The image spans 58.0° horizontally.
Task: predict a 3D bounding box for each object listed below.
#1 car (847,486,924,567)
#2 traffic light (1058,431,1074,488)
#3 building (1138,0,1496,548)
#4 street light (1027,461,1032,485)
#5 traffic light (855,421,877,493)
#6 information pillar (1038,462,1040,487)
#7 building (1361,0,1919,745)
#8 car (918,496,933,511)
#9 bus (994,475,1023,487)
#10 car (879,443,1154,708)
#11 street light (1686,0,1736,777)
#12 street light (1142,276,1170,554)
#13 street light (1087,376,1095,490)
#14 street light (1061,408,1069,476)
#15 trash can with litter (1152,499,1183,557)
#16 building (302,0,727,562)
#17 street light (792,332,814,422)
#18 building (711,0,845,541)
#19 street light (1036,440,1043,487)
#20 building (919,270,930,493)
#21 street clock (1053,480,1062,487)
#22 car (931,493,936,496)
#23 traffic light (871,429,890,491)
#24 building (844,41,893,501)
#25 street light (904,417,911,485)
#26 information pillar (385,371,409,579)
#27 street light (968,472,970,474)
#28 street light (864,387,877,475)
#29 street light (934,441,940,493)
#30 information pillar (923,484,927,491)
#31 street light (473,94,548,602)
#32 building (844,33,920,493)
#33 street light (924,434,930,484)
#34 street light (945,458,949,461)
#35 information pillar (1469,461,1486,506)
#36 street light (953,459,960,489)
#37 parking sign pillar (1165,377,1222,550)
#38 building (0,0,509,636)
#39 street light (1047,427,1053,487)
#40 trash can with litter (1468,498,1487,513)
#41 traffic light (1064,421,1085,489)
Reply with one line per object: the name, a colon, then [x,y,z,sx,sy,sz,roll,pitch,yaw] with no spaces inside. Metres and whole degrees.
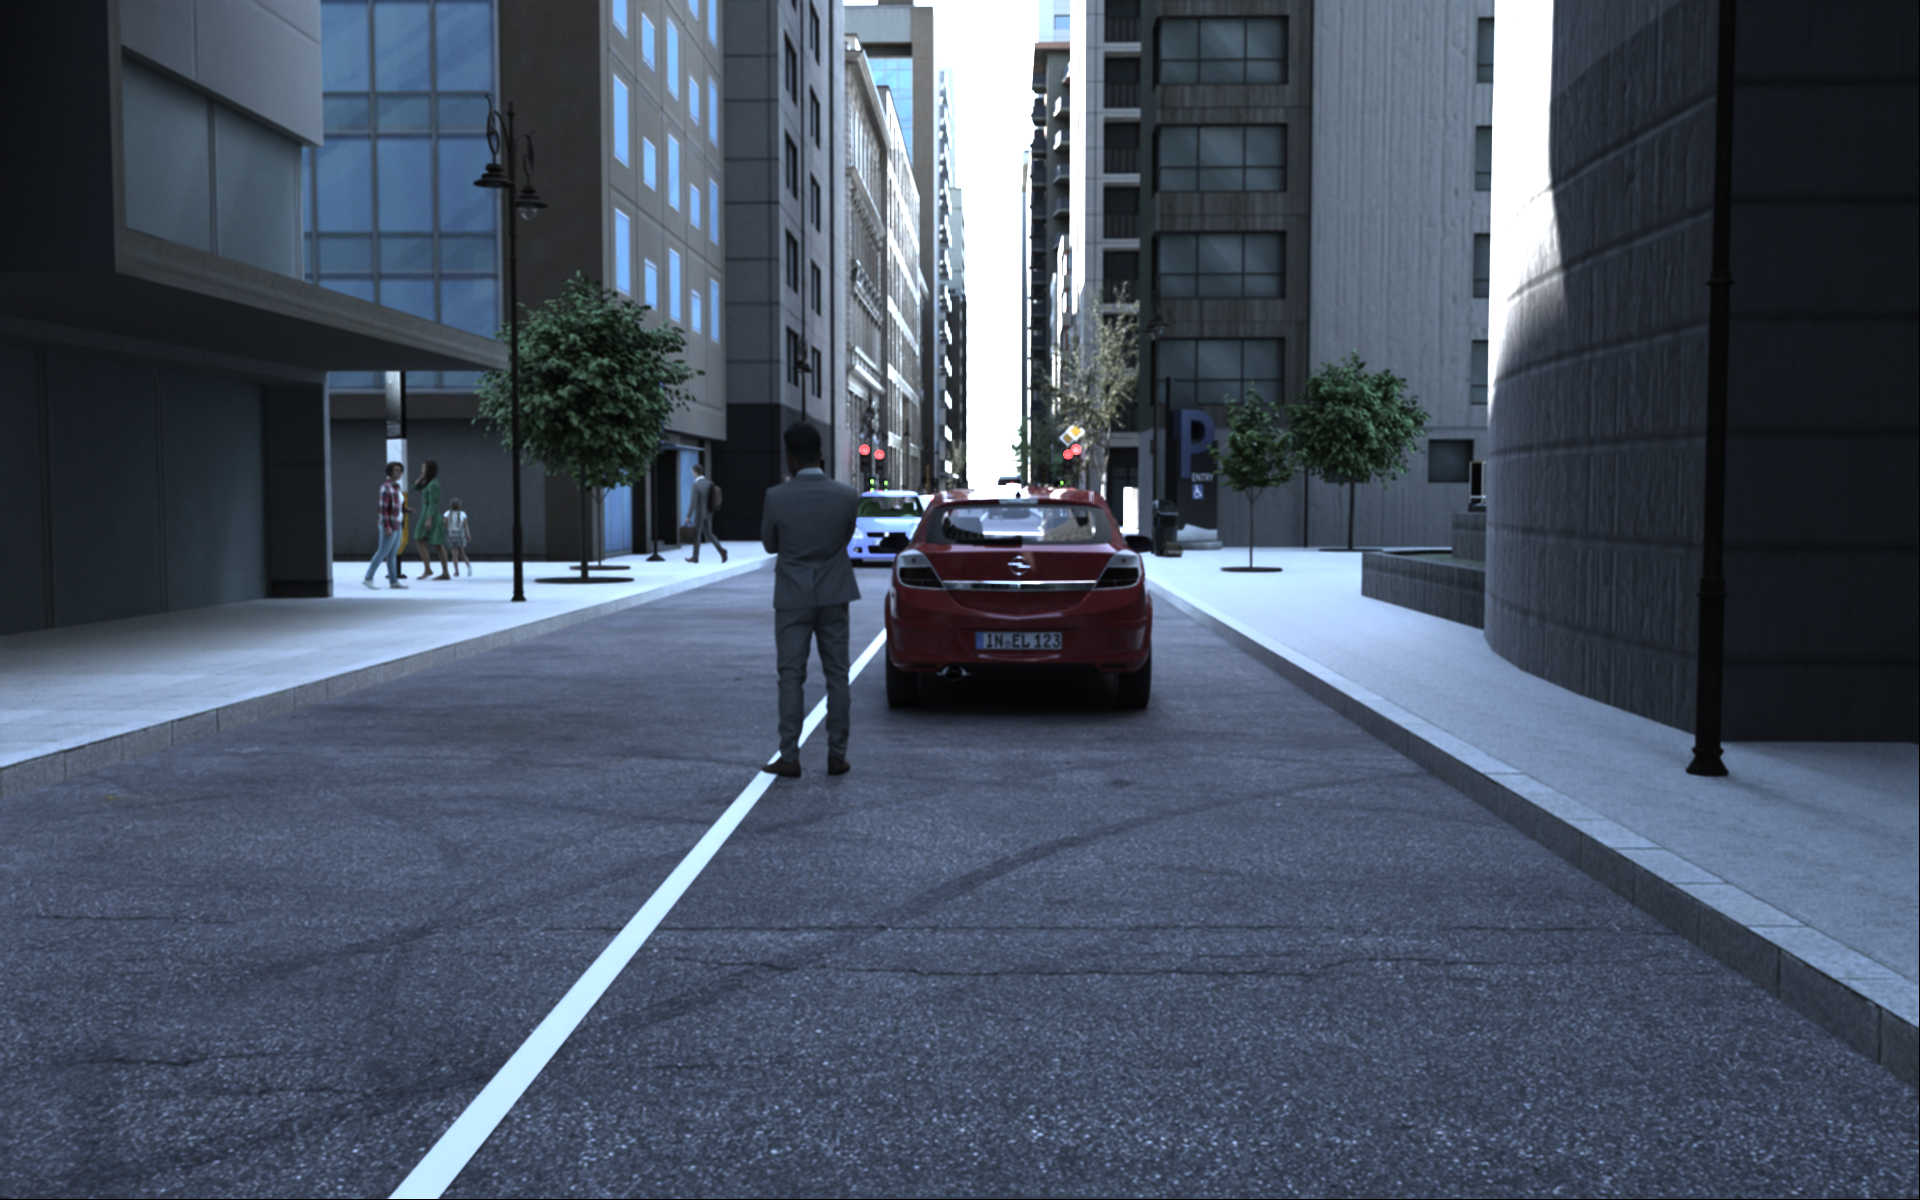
car: [-1.434,-1.572,35.289,1.945,1.707,3.694,0,4,0]
traffic light: [4.625,-5.238,74.566,0.839,4.253,0.868,0,4,1]
building: [11.847,-16.869,47.511,14.160,30.474,14.107,0,4,1]
street light: [8.829,-15.473,225.771,0.468,5.910,1.993,0,4,1]
traffic light: [-3.631,-4.761,66.765,0.839,4.253,0.868,0,4,1]
information pillar: [5.856,-8.376,128.298,0.183,3.616,0.504,-1,4,-11]
building: [14.438,-28.558,8.921,21.231,58.520,28.212,0,4,1]
car: [-1.366,-3.142,63.735,2.083,1.381,4.827,0,4,0]
bus: [4.947,-11.000,174.710,2.948,3.499,13.247,0,4,1]
car: [0.427,-0.249,13.111,2.155,1.783,4.494,0,4,1]
street light: [3.430,-2.140,7.773,0.468,5.910,1.993,0,4,1]
street light: [4.175,-3.927,36.987,0.468,5.910,1.993,0,4,1]
street light: [4.879,-5.707,66.096,0.468,5.910,1.993,0,4,1]
street light: [5.502,-7.265,91.563,0.468,5.910,1.993,0,4,1]
trash can with litter: [4.332,-1.474,35.490,0.624,1.170,1.055,-1,4,-12]
building: [-13.310,-23.732,38.137,14.600,45.320,14.200,0,4,1]
street light: [-4.468,-4.691,49.485,0.468,5.910,1.993,0,4,1]
building: [-14.787,-37.752,55.496,20.611,71.187,20.563,0,4,1]
street light: [6.909,-10.775,148.952,0.468,5.910,1.993,0,4,1]
building: [-8.626,-18.520,138.957,11.583,22.565,21.152,0,4,1]
street clock: [5.000,-5.122,88.307,0.471,2.002,0.358,-2,4,-34]
car: [-0.979,-5.306,95.792,2.155,1.783,4.494,0,3,0]
traffic light: [-3.434,-5.249,74.748,0.839,4.253,0.868,0,4,1]
building: [-9.356,-15.601,83.961,11.050,23.489,19.941,0,4,1]
street light: [-3.171,-8.071,104.753,0.468,5.910,1.993,0,4,1]
information pillar: [-8.519,-2.130,26.184,0.183,3.616,0.504,-3,5,-45]
street light: [1.542,-19.568,292.727,0.468,5.910,1.993,0,4,1]
street light: [-3.886,-6.264,75.212,0.468,5.910,1.993,0,4,1]
street light: [-1.983,-10.933,151.536,0.468,5.910,1.993,0,4,1]
information pillar: [-2.563,-7.662,129.767,0.304,2.012,0.304,-3,5,-43]
street light: [-5.290,-2.923,20.580,0.468,5.910,1.993,0,4,1]
building: [-13.063,-18.745,110.993,19.350,26.468,34.151,0,4,1]
street light: [-2.566,-9.853,133.883,0.468,5.910,1.993,0,4,1]
street light: [-1.354,-12.688,180.233,0.468,5.910,1.993,0,4,1]
information pillar: [11.566,-2.094,38.736,0.304,2.012,0.304,2,4,27]
street light: [-0.580,-14.450,209.050,0.468,5.910,1.993,0,4,1]
parking sign pillar: [5.372,-3.161,40.160,1.447,3.967,1.447,-3,4,-36]
building: [-19.220,-25.523,6.540,28.713,52.752,27.495,0,4,1]
street light: [6.267,-9.019,120.256,0.468,5.910,1.993,0,4,1]
trash can with litter: [9.505,-1.168,30.153,2.233,1.210,1.678,-1,4,-12]
traffic light: [4.428,-4.750,66.583,0.839,4.253,0.868,0,4,1]
